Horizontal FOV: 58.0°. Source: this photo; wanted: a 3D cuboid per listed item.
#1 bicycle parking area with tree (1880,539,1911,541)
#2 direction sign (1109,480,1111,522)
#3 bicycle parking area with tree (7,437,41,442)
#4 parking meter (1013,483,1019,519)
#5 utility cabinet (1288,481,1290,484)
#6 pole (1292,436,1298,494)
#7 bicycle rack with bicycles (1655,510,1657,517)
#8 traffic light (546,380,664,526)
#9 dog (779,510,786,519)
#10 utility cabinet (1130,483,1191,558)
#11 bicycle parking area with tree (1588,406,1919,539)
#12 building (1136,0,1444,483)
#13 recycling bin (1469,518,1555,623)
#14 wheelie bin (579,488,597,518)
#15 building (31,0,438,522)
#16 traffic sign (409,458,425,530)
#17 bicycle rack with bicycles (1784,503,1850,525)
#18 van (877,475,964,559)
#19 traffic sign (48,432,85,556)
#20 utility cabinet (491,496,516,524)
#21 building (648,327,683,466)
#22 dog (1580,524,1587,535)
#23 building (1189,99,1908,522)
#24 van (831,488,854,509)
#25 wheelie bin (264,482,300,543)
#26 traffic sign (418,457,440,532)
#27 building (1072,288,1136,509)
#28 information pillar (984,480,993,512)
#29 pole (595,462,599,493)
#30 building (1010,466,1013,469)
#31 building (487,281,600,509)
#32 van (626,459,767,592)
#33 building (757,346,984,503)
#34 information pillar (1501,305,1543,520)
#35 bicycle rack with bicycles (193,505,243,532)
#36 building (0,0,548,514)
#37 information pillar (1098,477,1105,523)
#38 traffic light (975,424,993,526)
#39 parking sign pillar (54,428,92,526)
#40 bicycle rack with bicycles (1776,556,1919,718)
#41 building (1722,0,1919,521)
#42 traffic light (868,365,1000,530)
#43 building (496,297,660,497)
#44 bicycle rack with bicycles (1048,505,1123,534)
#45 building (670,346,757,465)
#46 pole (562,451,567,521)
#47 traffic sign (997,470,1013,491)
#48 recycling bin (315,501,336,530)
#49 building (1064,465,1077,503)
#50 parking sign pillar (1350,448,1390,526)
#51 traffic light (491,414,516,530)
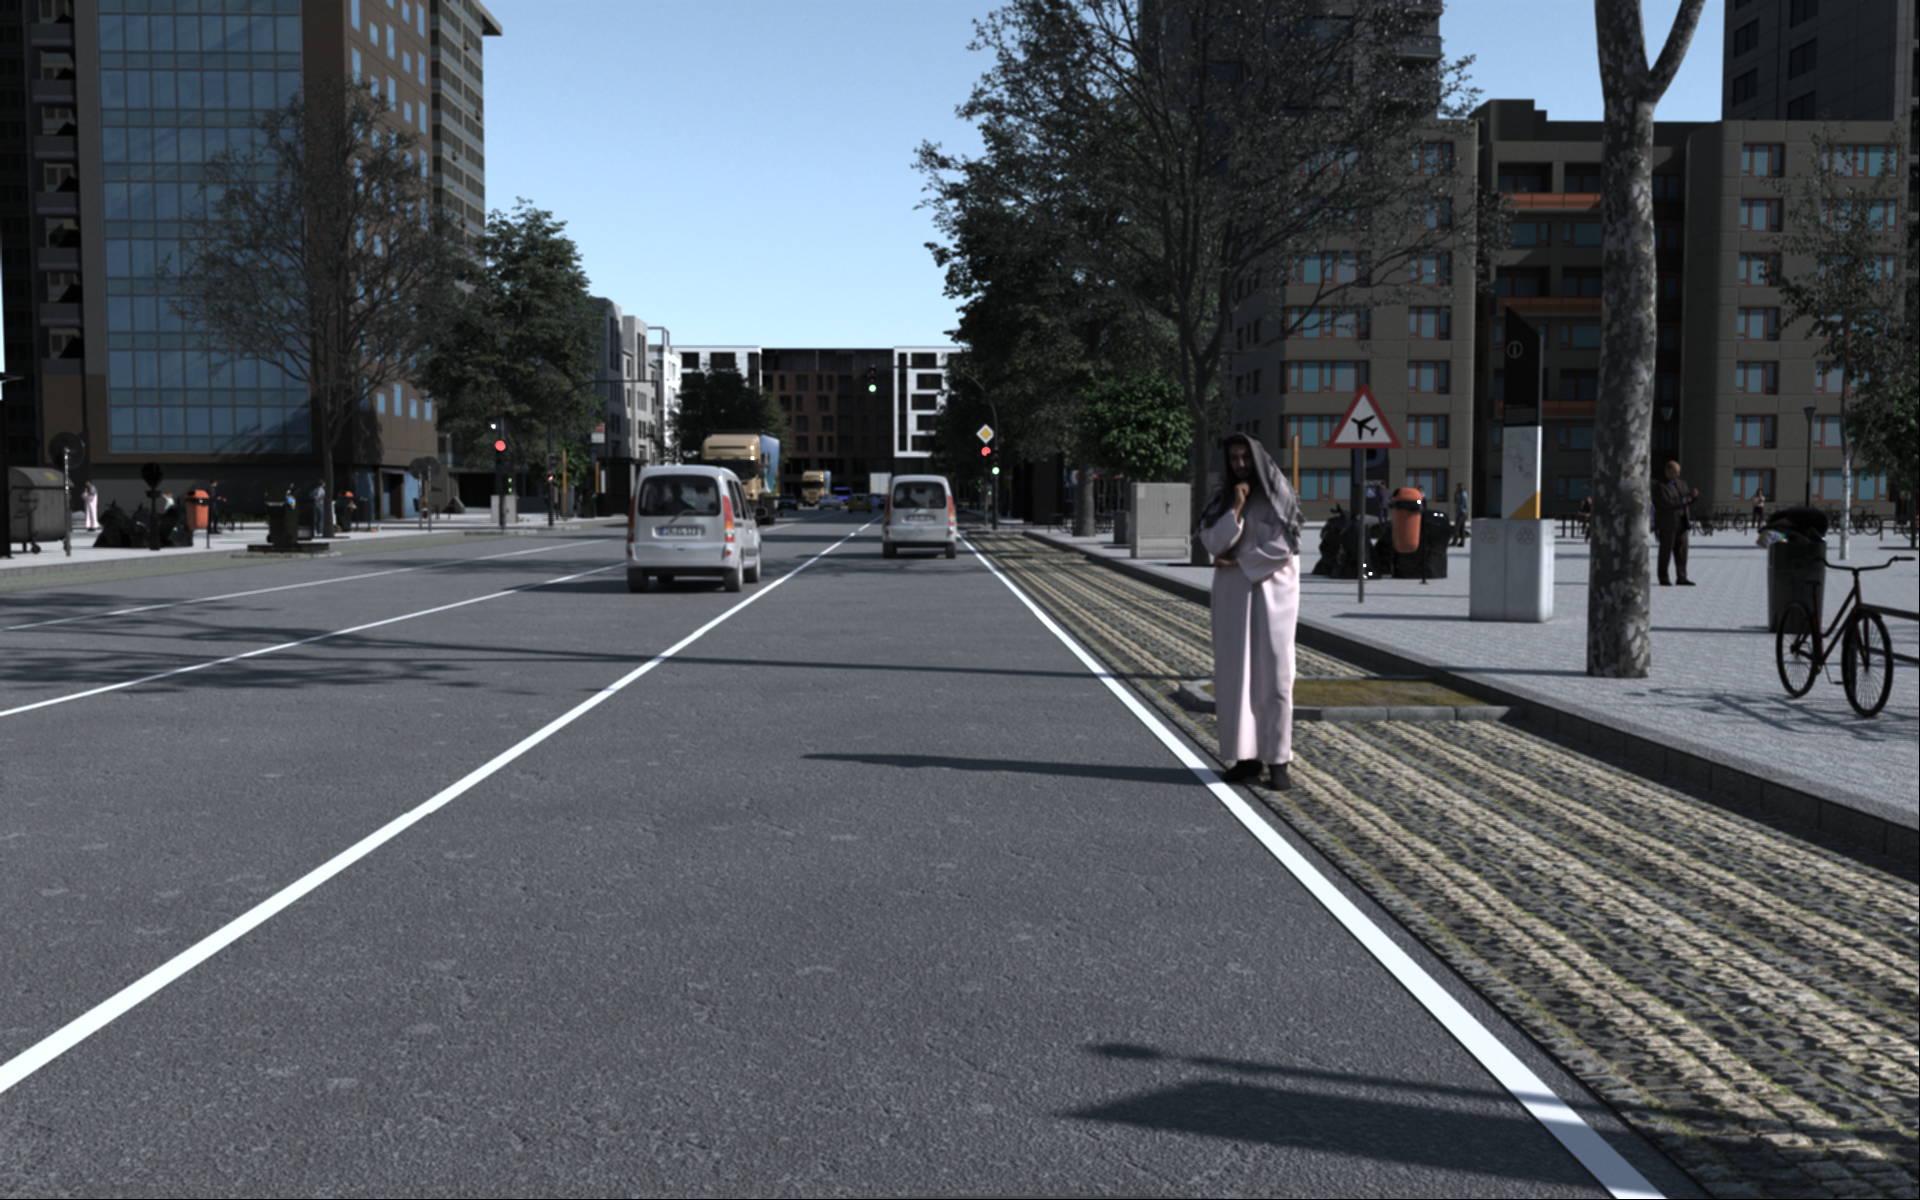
[{"bbox_3d":[29.959,-3.654,46.743,8.231,4.147,9.016,-1,4,-20],"label":"bicycle parking area with tree"},{"bbox_3d":[6.378,-4.992,73.611,0.379,3.537,0.876,0,4,-5],"label":"direction sign"},{"bbox_3d":[-48.623,-6.270,89.510,9.016,4.147,8.231,0,4,1],"label":"bicycle parking area with tree"},{"bbox_3d":[2.918,-5.188,90.530,0.255,1.863,0.399,0,4,-3],"label":"parking meter"},{"bbox_3d":[5.498,-1.361,30.931,0.318,1.500,1.173,-1,4,-13],"label":"utility cabinet"},{"bbox_3d":[11.693,-4.076,60.478,0.158,3.312,0.155,0,3,0],"label":"pole"},{"bbox_3d":[27.574,-3.588,72.042,2.925,0.926,2.852,-3,5,-44],"label":"bicycle rack with bicycles"},{"bbox_3d":[-14.230,-5.780,69.176,4.771,5.953,1.251,0,4,-1],"label":"traffic light"},{"bbox_3d":[-10.251,-4.935,99.979,0.540,0.507,0.406,1,4,17],"label":"dog"},{"bbox_3d":[3.986,-1.572,34.379,1.173,1.500,0.318,-1,4,-19],"label":"utility cabinet"},{"bbox_3d":[25.504,-4.262,56.685,8.231,4.147,9.016,0,4,3],"label":"bicycle parking area with tree"},{"bbox_3d":[23.849,-35.967,130.063,21.231,58.520,28.212,0,4,-1],"label":"building"},{"bbox_3d":[5.620,-0.310,17.629,0.722,1.027,0.722,2,4,27],"label":"recycling bin"},{"bbox_3d":[-19.596,-5.108,91.430,0.693,1.594,0.980,3,5,44],"label":"wheelie bin"},{"bbox_3d":[-34.921,-26.607,85.131,14.600,45.320,14.200,0,4,-1],"label":"building"},{"bbox_3d":[-19.031,-3.726,61.028,0.768,2.556,0.104,0,4,-1],"label":"traffic sign"},{"bbox_3d":[35.102,-3.542,71.286,2.925,0.926,2.852,0,4,6],"label":"bicycle rack with bicycles"},{"bbox_3d":[-0.912,-2.004,39.781,2.013,2.044,4.112,0,4,-1],"label":"van"},{"bbox_3d":[-18.340,-2.168,35.548,0.768,2.556,0.104,0,4,2],"label":"traffic sign"},{"bbox_3d":[-19.773,-3.903,74.979,1.020,1.237,0.306,-1,4,-13],"label":"utility cabinet"},{"bbox_3d":[-38.642,-21.122,201.760,11.380,20.091,16.016,0,4,-1],"label":"building"},{"bbox_3d":[19.941,-2.274,54.921,0.748,0.427,0.550,0,4,-7],"label":"dog"},{"bbox_3d":[29.081,-15.229,94.032,28.899,21.520,27.650,0,4,-1],"label":"building"},{"bbox_3d":[-11.592,-10.183,170.876,2.240,2.365,5.245,0,4,-3],"label":"van"},{"bbox_3d":[-17.679,-2.280,45.185,0.980,1.594,0.693,1,4,14],"label":"wheelie bin"},{"bbox_3d":[-18.010,-3.588,58.768,0.768,2.556,0.104,0,4,0],"label":"traffic sign"},{"bbox_3d":[18.726,-18.844,164.517,16.016,20.091,11.380,0,4,-1],"label":"building"},{"bbox_3d":[1.921,-7.978,121.790,0.504,3.616,0.183,2,4,26],"label":"information pillar"},{"bbox_3d":[-22.945,-7.069,109.420,0.158,3.312,0.155,0,3,0],"label":"pole"},{"bbox_3d":[21.026,-25.070,253.870,32.646,21.610,27.936,0,4,-1],"label":"building"},{"bbox_3d":[-39.964,-17.960,150.060,16.016,20.091,11.380,0,4,-1],"label":"building"},{"bbox_3d":[-4.035,-1.201,26.646,2.013,2.044,4.112,0,4,-1],"label":"van"},{"bbox_3d":[-11.680,-25.049,253.527,32.646,21.610,27.936,0,4,-1],"label":"building"},{"bbox_3d":[6.911,-1.834,21.347,0.183,3.616,0.504,-3,5,-43],"label":"information pillar"},{"bbox_3d":[-25.908,-2.815,59.406,2.852,0.926,2.925,-1,4,-12],"label":"bicycle rack with bicycles"},{"bbox_3d":[-45.767,-25.985,116.735,32.217,40.220,23.993,0,4,-1],"label":"building"},{"bbox_3d":[6.070,-4.272,74.336,0.304,2.012,0.304,0,4,7],"label":"information pillar"},{"bbox_3d":[1.017,-4.931,69.545,0.839,4.253,0.868,0,4,-1],"label":"traffic light"},{"bbox_3d":[-36.183,-5.028,70.673,1.447,3.967,1.447,-1,4,-17],"label":"parking sign pillar"},{"bbox_3d":[6.101,0.232,9.581,2.852,0.926,2.925,1,4,11],"label":"bicycle rack with bicycles"},{"bbox_3d":[54.550,-39.841,89.646,20.611,71.187,20.563,0,4,-1],"label":"building"},{"bbox_3d":[-0.868,-5.303,61.368,4.771,5.953,1.251,0,4,-1],"label":"traffic light"},{"bbox_3d":[-40.528,-18.656,171.488,16.747,18.905,31.486,0,4,-1],"label":"building"},{"bbox_3d":[4.294,-2.652,56.735,2.925,0.926,2.852,-1,4,-22],"label":"bicycle rack with bicycles"},{"bbox_3d":[-44.309,-24.984,252.456,32.646,21.610,27.936,0,4,-1],"label":"building"},{"bbox_3d":[-18.631,-5.367,81.598,0.158,3.312,0.155,0,3,0],"label":"pole"},{"bbox_3d":[3.642,-9.008,141.161,2.265,3.308,0.079,1,4,8],"label":"traffic sign"},{"bbox_3d":[-22.383,-2.994,61.503,0.722,1.027,0.722,2,4,26],"label":"recycling bin"},{"bbox_3d":[15.010,-15.566,196.653,9.099,9.664,28.070,0,4,-1],"label":"building"},{"bbox_3d":[14.550,-4.465,61.471,1.447,3.967,1.447,0,4,5],"label":"parking sign pillar"},{"bbox_3d":[-16.114,-4.415,61.105,0.839,4.253,0.868,0,4,-1],"label":"traffic light"}]
